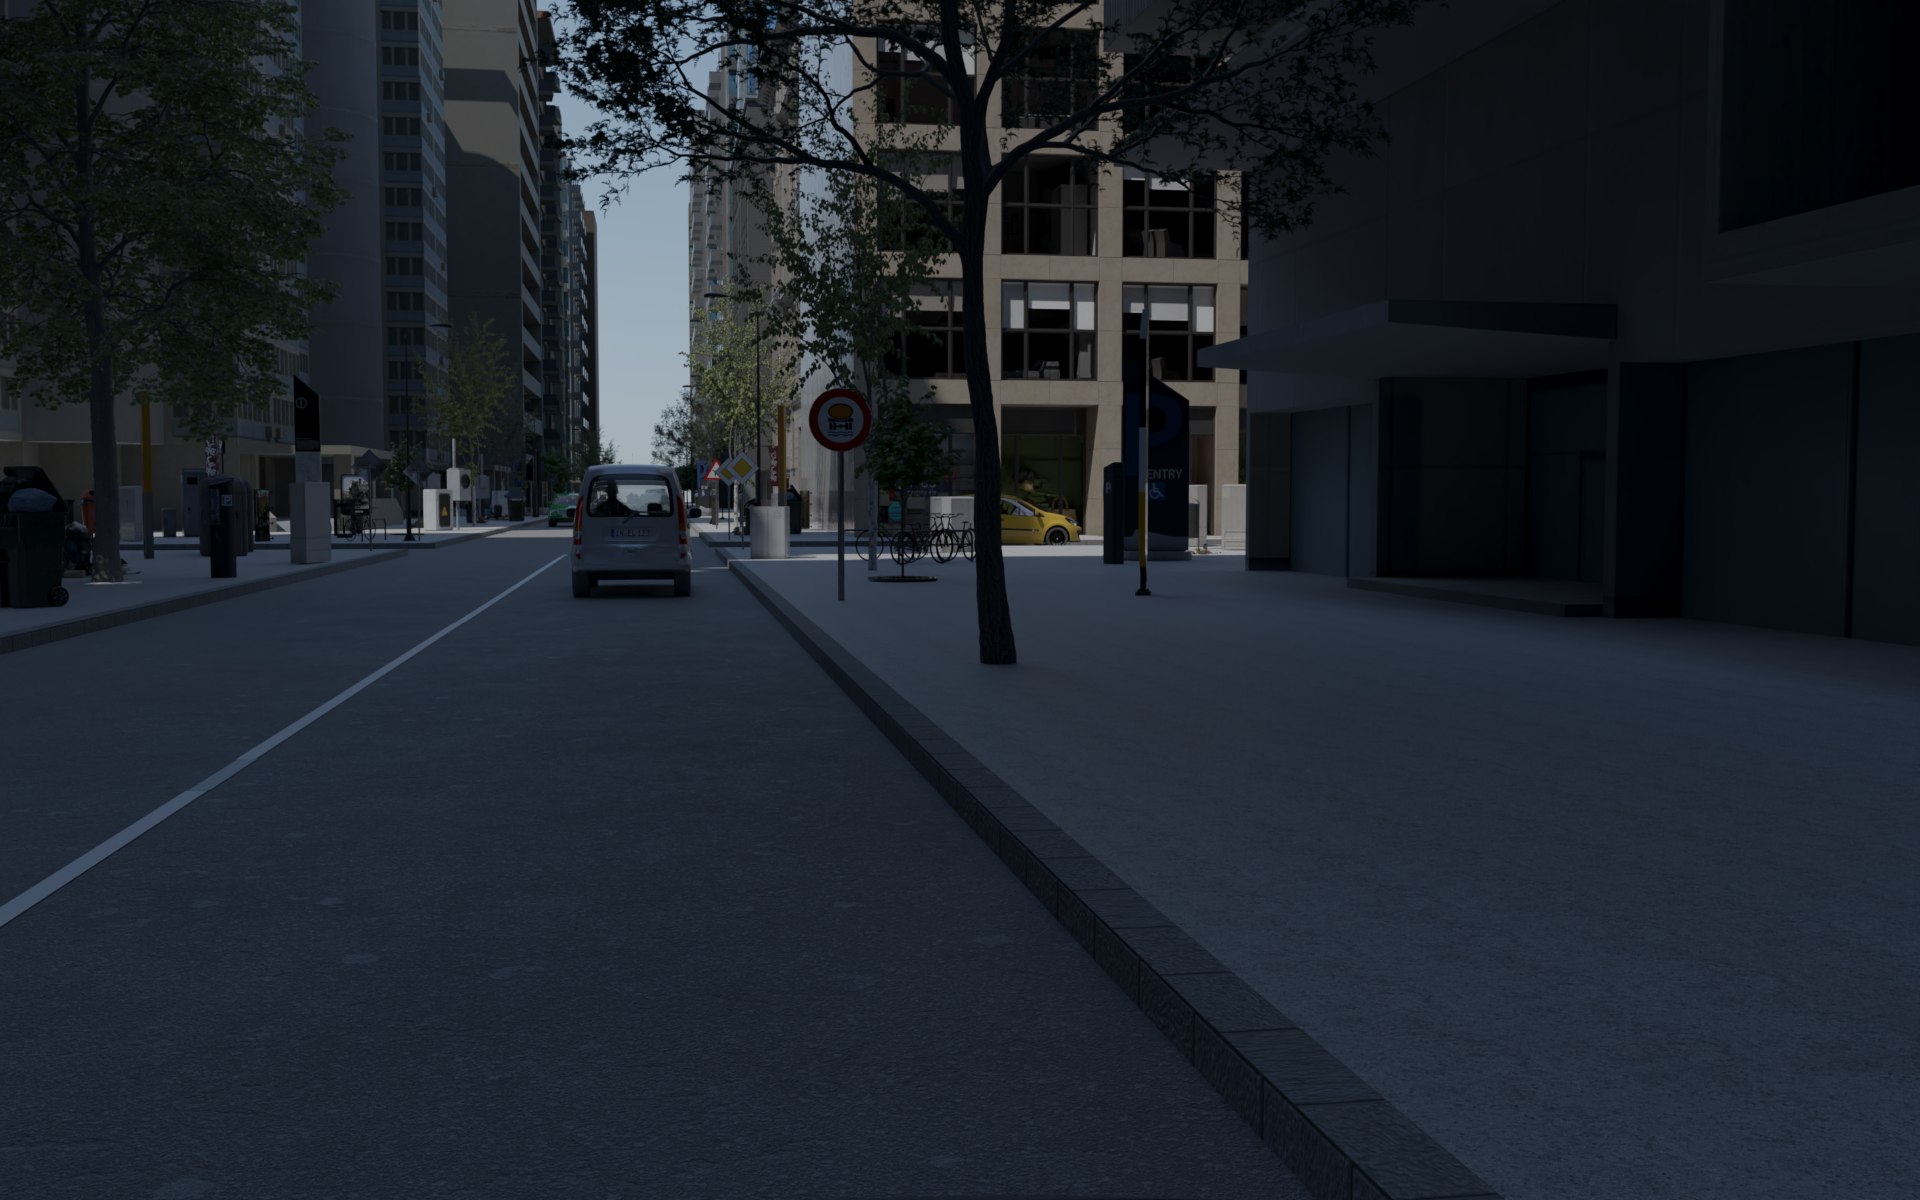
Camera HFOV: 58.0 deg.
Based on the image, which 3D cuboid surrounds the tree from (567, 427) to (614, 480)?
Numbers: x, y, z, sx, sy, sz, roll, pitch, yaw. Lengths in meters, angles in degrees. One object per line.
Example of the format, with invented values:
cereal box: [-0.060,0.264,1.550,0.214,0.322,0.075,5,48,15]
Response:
tree: [-41.057,-14.683,190.430,4.360,8.622,3.978,0,3,0]

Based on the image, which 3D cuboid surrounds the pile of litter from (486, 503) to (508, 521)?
pile of litter: [-22.262,-4.287,84.050,1.719,0.858,1.176,-2,4,-29]

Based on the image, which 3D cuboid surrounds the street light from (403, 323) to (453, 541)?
street light: [-14.456,-4.559,47.083,1.470,5.913,1.316,-1,4,-10]

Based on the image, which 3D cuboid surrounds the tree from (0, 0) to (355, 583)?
tree: [-12.901,-6.545,25.139,7.486,12.596,7.792,0,3,0]

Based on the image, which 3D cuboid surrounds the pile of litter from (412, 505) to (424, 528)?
pile of litter: [-20.550,-3.202,66.326,1.176,0.858,1.719,0,4,3]

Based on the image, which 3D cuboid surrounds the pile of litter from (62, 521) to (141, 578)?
pile of litter: [-13.570,-0.803,27.093,1.176,0.858,1.719,2,4,29]

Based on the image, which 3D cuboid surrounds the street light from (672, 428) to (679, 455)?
street light: [-19.351,-9.111,121.502,1.470,5.913,1.316,-1,4,-10]

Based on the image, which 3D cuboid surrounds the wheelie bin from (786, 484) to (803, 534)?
wheelie bin: [-5.403,-2.913,55.543,0.693,1.594,0.980,-1,4,-11]

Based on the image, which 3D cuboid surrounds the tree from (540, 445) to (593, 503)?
tree: [-27.425,-8.103,116.198,4.285,4.588,4.351,0,3,0]

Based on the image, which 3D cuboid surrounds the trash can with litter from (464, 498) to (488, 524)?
trash can with litter: [-21.083,-3.925,75.559,1.055,1.170,0.624,1,4,16]

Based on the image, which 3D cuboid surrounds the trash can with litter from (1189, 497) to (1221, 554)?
trash can with litter: [4.484,-1.597,37.170,2.233,1.210,1.678,1,4,9]

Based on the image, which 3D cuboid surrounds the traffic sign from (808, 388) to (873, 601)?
traffic sign: [-1.432,-1.268,20.830,0.768,2.556,0.104,0,4,-2]

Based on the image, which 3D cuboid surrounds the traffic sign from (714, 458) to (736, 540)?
traffic sign: [-6.420,-2.719,48.105,0.795,2.450,0.064,-1,4,-10]

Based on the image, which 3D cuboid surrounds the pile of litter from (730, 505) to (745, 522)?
pile of litter: [-9.890,-4.037,79.975,1.719,0.858,1.176,3,5,44]

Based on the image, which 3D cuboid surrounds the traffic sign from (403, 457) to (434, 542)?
traffic sign: [-14.596,-2.634,46.712,0.795,2.450,0.064,-1,4,-10]

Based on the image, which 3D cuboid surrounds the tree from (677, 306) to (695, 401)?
tree: [-7.445,-6.660,59.246,4.737,8.622,4.395,0,3,0]

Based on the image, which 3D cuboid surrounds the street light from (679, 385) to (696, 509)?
street light: [-11.109,-6.197,73.863,1.470,5.913,1.316,-1,4,-10]

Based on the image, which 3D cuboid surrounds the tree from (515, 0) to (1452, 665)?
tree: [-0.049,-4.800,12.897,7.601,10.594,8.767,0,4,6]

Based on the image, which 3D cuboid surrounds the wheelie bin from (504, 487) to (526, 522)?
wheelie bin: [-21.151,-4.573,82.675,0.980,1.594,0.693,3,4,39]

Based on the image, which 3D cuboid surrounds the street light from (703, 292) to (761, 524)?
street light: [-5.215,-4.136,40.161,1.470,5.913,1.316,-1,4,-10]

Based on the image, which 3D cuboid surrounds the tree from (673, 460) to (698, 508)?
tree: [-27.630,-11.573,172.933,4.285,4.588,4.351,0,3,0]

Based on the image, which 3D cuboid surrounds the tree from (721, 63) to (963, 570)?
tree: [-1.685,-4.799,28.828,4.737,8.622,4.395,0,3,0]

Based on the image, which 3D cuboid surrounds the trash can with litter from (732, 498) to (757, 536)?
trash can with litter: [-6.638,-2.582,53.610,1.055,1.170,0.624,2,4,35]

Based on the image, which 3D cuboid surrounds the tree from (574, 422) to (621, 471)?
tree: [-37.782,-13.979,178.919,4.737,8.622,4.395,0,3,0]

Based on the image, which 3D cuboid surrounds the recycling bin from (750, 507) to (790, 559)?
recycling bin: [-3.783,-1.343,34.508,0.722,1.027,0.722,0,4,0]

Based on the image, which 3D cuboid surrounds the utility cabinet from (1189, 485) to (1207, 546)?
utility cabinet: [5.585,-2.065,42.436,0.318,1.500,1.173,-2,4,-26]

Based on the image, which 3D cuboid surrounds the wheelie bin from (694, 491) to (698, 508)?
wheelie bin: [-15.455,-5.820,103.058,0.693,1.594,0.980,-1,4,-13]

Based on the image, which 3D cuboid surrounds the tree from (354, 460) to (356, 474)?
tree: [-30.010,-5.609,86.315,1.663,3.219,1.824,0,3,0]

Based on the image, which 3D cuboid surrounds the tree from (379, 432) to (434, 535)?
tree: [-17.492,-3.649,54.267,1.663,3.219,1.824,0,3,0]

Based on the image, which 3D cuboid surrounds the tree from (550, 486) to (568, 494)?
tree: [-31.513,-8.621,135.554,1.663,3.219,1.824,0,3,0]

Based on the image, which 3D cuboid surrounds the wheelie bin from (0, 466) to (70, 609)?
wheelie bin: [-10.568,-0.716,19.617,0.980,1.594,0.693,2,4,26]

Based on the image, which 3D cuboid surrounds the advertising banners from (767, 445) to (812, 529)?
advertising banners: [-6.207,-4.093,63.103,0.090,3.025,2.074,3,5,44]

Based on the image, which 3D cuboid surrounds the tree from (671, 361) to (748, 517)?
tree: [-13.599,-8.854,95.126,4.360,8.622,3.978,0,3,0]

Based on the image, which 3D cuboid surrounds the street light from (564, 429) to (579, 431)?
street light: [-27.646,-9.182,122.670,1.470,5.913,1.316,-1,4,-10]

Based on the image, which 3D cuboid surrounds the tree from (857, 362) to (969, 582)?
tree: [-0.844,-1.883,25.395,1.663,3.219,1.824,0,3,0]

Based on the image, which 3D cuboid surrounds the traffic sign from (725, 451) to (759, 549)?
traffic sign: [-5.054,-2.238,40.237,0.795,2.450,0.064,-1,4,-10]

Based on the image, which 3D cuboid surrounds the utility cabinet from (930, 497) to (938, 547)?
utility cabinet: [-0.198,-1.883,41.941,1.020,1.237,0.306,-1,4,-20]

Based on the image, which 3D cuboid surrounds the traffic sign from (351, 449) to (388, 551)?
traffic sign: [-13.230,-2.153,38.844,0.795,2.450,0.064,-1,4,-10]

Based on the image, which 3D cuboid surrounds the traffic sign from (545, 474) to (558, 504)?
traffic sign: [-26.148,-6.775,110.870,0.768,2.556,0.104,0,4,-1]

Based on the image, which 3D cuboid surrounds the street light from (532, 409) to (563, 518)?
street light: [-22.693,-7.469,94.657,1.470,5.913,1.316,-1,4,-10]

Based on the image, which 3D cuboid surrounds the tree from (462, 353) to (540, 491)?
tree: [-23.696,-8.525,89.744,4.360,8.622,3.978,0,3,0]

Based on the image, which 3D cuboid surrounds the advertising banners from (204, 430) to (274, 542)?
advertising banners: [-19.273,-3.057,46.168,0.090,3.025,2.074,2,4,34]

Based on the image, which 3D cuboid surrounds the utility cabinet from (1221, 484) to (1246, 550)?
utility cabinet: [6.544,-1.873,39.300,1.173,1.500,0.318,1,4,21]

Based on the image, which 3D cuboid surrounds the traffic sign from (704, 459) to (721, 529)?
traffic sign: [-8.927,-3.883,63.491,0.884,2.594,0.081,-1,4,-9]

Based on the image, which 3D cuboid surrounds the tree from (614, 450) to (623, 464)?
tree: [-55.638,-19.947,276.494,4.360,8.622,3.978,0,3,0]

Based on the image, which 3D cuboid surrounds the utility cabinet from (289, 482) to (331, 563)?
utility cabinet: [-12.035,-1.430,32.064,0.318,1.500,1.173,0,4,1]

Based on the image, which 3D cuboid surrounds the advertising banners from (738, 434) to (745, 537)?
advertising banners: [-6.440,-3.358,51.099,0.090,3.025,2.074,-1,4,-11]

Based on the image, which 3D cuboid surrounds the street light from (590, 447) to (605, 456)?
street light: [-35.875,-12.084,170.118,1.470,5.913,1.316,-1,4,-10]

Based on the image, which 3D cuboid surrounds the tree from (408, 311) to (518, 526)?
tree: [-19.579,-7.238,68.710,4.737,8.622,4.395,0,3,0]

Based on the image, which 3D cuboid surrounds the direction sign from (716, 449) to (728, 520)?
direction sign: [-11.975,-5.826,87.247,0.876,3.537,0.379,3,4,38]
